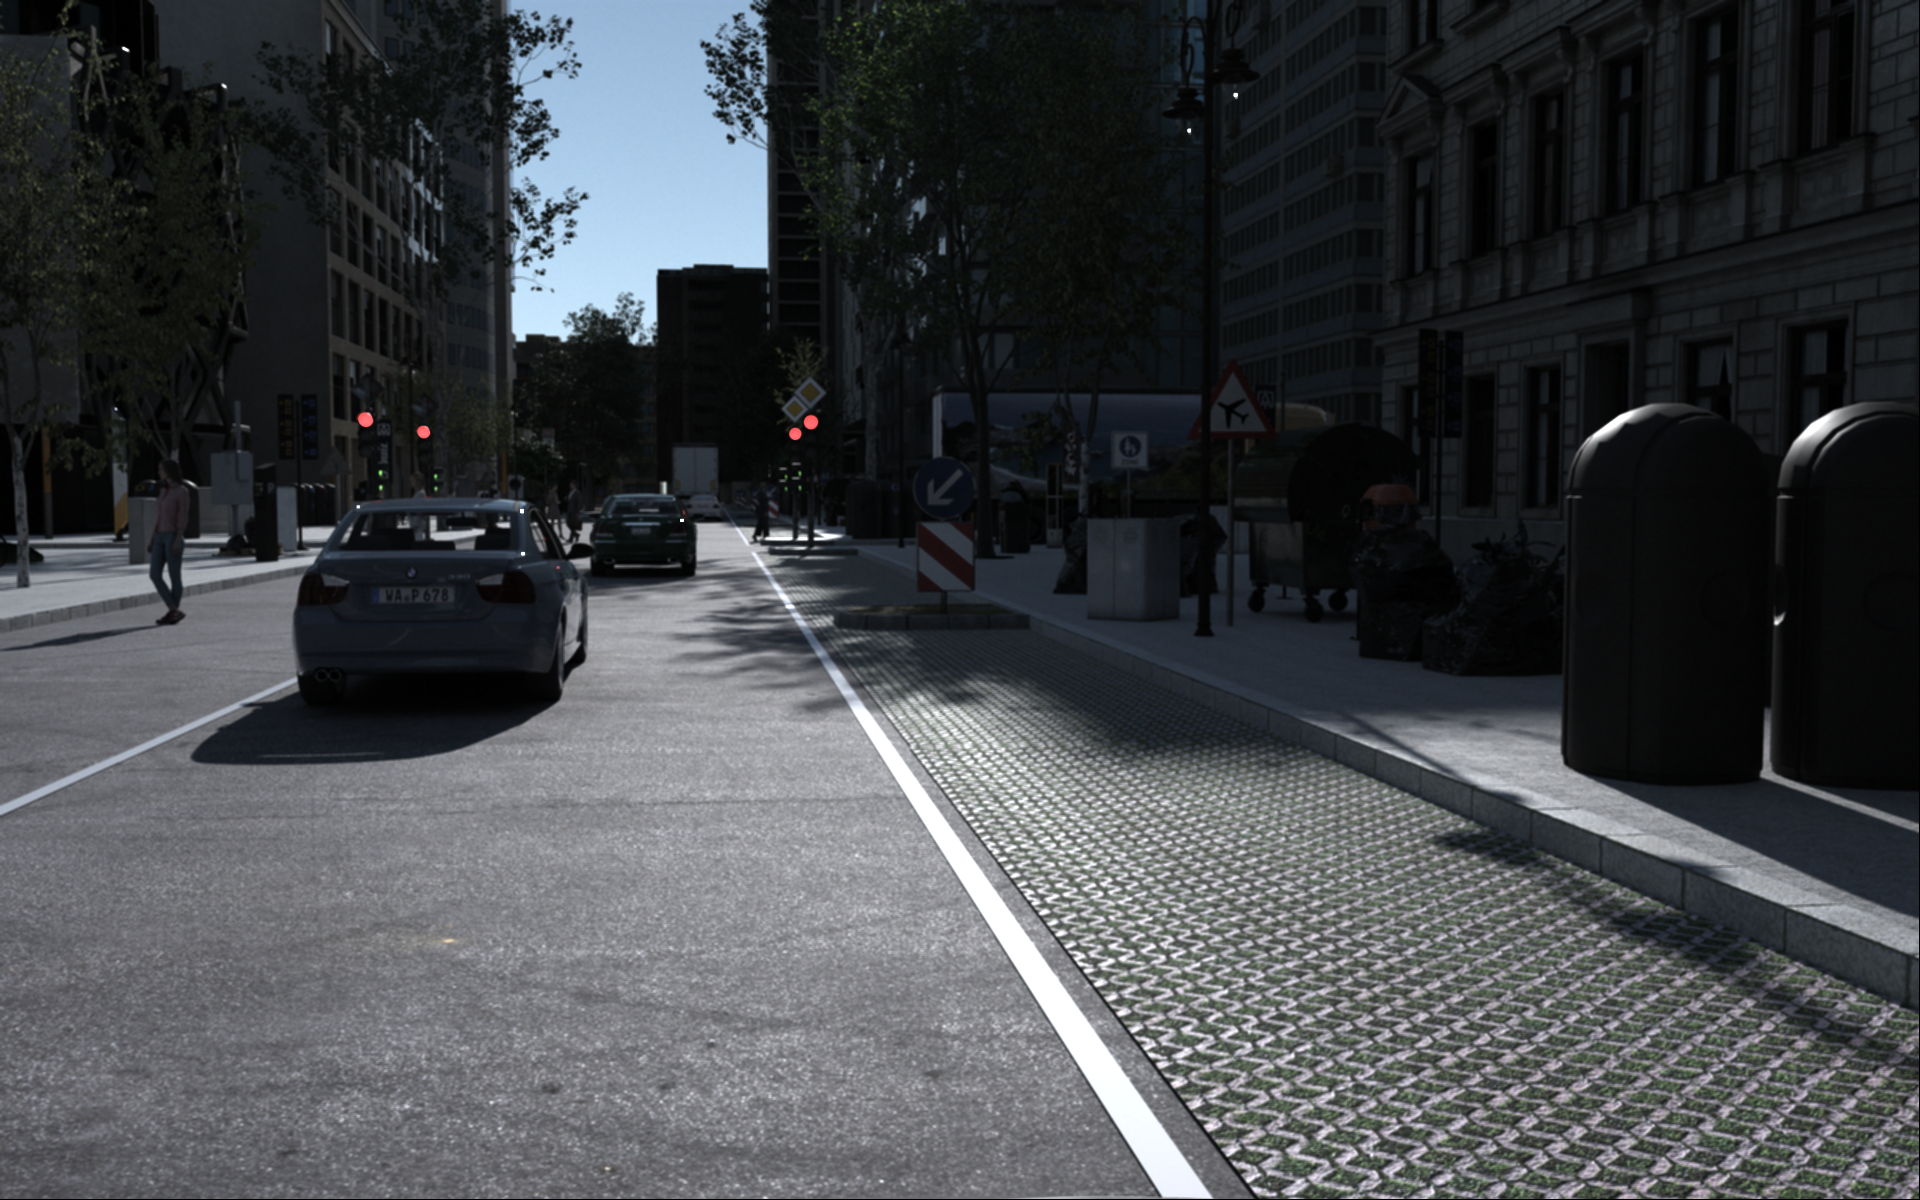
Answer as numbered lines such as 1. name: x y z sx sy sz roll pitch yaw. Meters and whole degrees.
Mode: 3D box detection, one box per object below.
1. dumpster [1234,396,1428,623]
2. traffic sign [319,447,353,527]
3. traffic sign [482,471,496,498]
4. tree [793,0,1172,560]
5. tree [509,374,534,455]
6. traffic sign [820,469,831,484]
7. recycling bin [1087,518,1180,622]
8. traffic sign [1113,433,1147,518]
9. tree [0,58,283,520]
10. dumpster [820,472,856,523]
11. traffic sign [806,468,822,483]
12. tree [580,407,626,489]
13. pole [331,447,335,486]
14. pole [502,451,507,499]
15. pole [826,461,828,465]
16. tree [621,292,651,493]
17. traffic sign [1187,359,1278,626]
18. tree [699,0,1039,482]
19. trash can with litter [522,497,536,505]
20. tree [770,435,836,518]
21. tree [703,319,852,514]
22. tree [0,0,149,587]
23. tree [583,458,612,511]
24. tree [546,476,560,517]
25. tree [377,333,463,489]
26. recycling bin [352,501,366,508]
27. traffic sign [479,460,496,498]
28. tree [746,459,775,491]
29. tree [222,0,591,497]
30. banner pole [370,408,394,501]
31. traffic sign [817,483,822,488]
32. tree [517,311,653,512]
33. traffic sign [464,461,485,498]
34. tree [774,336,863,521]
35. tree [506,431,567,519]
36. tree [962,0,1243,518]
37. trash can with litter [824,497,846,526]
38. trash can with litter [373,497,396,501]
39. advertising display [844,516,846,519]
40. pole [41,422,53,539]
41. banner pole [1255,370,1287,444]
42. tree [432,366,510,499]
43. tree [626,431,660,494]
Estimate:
1. dumpster: 3.822 -0.950 18.028 1.502 2.255 1.985 0 4 -8
2. traffic sign: -17.058 -2.896 47.348 0.884 2.594 0.081 0 4 -7
3. traffic sign: -20.509 -4.483 75.427 0.606 2.300 0.079 0 4 -5
4. tree: 0.338 -6.634 34.226 9.928 11.665 9.643 0 3 0
5. tree: -28.057 -9.496 105.615 4.360 8.622 3.978 0 3 0
6. traffic sign: -6.744 -5.328 87.225 0.768 2.556 0.104 0 4 -6
7. recycling bin: 1.788 -0.322 17.819 0.722 1.027 0.722 3 4 38
8. traffic sign: 2.780 -1.609 28.430 0.606 2.300 0.079 0 4 -8
9. tree: -13.460 -4.810 29.004 4.737 8.622 4.395 0 3 0
10. dumpster: -5.405 -4.551 76.897 1.502 2.255 1.985 0 4 -8
11. traffic sign: -7.215 -5.195 84.945 0.884 2.594 0.081 0 4 -4
12. tree: -29.722 -11.955 145.829 4.360 8.622 3.978 0 3 0
13. pole: -27.011 -4.946 74.708 0.158 3.312 0.155 0 3 0
14. pole: -21.533 -5.386 81.898 0.158 3.312 0.155 0 3 0
15. pole: -8.278 -6.948 107.442 0.158 3.312 0.155 0 3 0
16. tree: -30.285 -18.631 160.501 12.611 20.169 13.585 0 3 0
17. traffic sign: 2.623 -1.025 16.763 0.884 2.594 0.081 0 4 -3
18. tree: -1.612 -12.477 59.888 12.611 20.169 13.585 0 3 0
19. trash can with litter: -19.263 -4.046 77.534 0.624 1.170 1.055 0 4 1
20. tree: -8.403 -6.599 91.614 4.285 4.588 4.351 0 3 0
21. tree: -11.744 -12.040 113.862 9.611 12.733 9.660 0 3 0
22. tree: -12.945 -4.464 23.351 4.360 8.622 3.978 0 3 0
23. tree: -28.097 -9.105 132.578 4.285 4.588 4.351 0 3 0
24. tree: -23.021 -6.232 96.492 1.663 3.219 1.824 0 3 0
25. tree: -24.480 -7.854 78.771 4.737 8.622 4.395 0 3 0
26. recycling bin: -20.581 -2.907 60.089 0.722 1.027 0.722 3 5 40
27. traffic sign: -18.294 -4.076 66.650 0.884 2.594 0.081 0 4 -3
28. tree: -21.673 -14.463 186.828 4.737 8.622 4.395 0 3 0
29. tree: -18.536 -12.346 57.749 12.611 20.169 13.585 0 3 0
30. banner pole: -17.038 -3.719 50.828 0.863 3.779 0.401 -3 4 -38
31. traffic sign: -8.680 -6.405 105.901 0.795 2.450 0.064 0 4 -4
32. tree: -26.303 -13.198 122.434 9.857 13.997 8.962 0 3 0
33. traffic sign: -18.532 -4.036 66.103 0.768 2.556 0.104 0 4 -6
34. tree: -6.784 -7.961 80.530 4.360 8.622 3.978 0 3 0
35. tree: -22.178 -6.514 90.210 4.285 4.588 4.351 0 3 0
36. tree: 1.879 -4.557 24.866 4.737 8.622 4.395 0 3 0
37. trash can with litter: -4.871 -3.523 68.993 1.055 1.170 0.624 1 4 13
38. trash can with litter: -20.901 -3.129 62.550 0.624 1.170 1.055 0 4 7
39. advertising display: -5.611 -4.898 85.288 0.123 1.923 0.974 -1 4 -13
40. pole: -25.879 -3.379 49.092 0.158 3.312 0.155 0 3 0
41. banner pole: 6.305 -2.750 34.986 0.863 3.779 0.401 -1 4 -17
42. tree: -28.056 -9.092 99.022 4.360 8.622 3.978 0 3 0
43. tree: -36.397 -15.124 197.635 4.737 8.622 4.395 0 3 0
